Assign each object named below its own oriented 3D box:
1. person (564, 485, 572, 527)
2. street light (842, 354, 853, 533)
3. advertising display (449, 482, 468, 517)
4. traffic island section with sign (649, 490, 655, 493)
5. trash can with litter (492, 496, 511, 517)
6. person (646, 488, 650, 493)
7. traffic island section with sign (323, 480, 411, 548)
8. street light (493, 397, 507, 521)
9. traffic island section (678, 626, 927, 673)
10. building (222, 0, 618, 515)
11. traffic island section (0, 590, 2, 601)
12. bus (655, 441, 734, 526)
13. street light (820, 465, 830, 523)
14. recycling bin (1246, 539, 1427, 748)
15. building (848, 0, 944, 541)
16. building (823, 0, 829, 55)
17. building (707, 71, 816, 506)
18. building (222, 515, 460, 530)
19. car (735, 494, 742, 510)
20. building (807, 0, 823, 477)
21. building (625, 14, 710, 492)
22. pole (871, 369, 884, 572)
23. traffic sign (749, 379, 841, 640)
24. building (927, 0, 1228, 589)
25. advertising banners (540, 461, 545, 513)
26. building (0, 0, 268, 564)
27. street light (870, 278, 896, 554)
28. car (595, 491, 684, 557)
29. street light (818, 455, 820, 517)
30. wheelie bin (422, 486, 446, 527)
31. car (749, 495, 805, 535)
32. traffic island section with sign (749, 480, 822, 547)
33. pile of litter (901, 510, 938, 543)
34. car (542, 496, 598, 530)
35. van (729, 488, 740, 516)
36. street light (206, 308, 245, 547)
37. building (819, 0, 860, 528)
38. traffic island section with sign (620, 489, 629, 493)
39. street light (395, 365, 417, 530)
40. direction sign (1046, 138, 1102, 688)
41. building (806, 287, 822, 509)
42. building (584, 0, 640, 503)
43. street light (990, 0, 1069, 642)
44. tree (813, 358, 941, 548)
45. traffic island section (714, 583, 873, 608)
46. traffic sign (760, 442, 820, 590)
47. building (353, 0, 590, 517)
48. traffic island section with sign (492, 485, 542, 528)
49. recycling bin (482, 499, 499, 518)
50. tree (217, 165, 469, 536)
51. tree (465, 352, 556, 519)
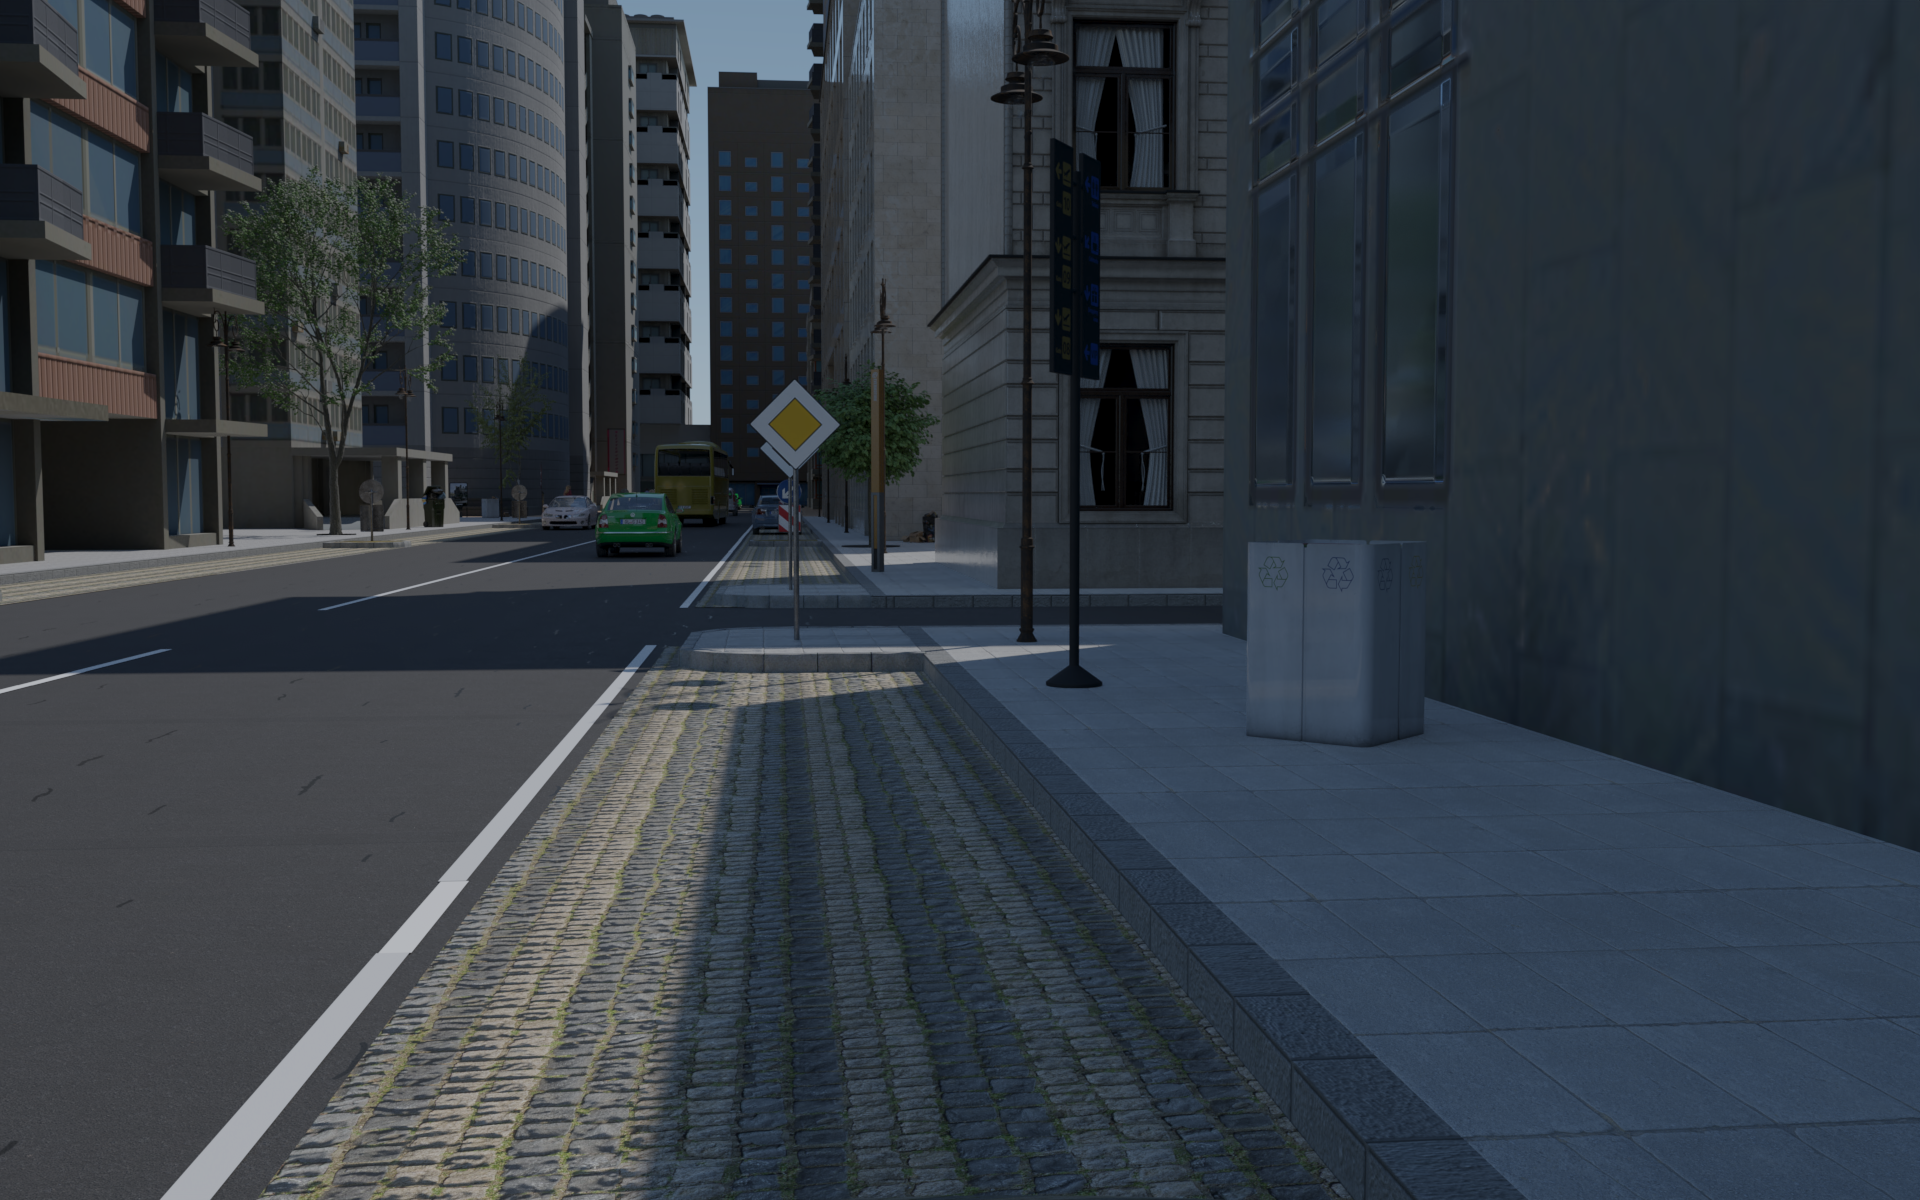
[{"bbox_3d":[-17.285,-4.157,76.438,0.573,1.828,0.580,-2,4,-34],"label":"person"},{"bbox_3d":[-3.754,-5.159,57.130,0.468,5.910,1.993,0,4,-6],"label":"street light"},{"bbox_3d":[-27.752,-5.545,95.879,0.974,1.923,0.123,-1,4,-18],"label":"advertising display"},{"bbox_3d":[-26.735,-8.686,150.640,1.989,1.847,2.006,0,4,-6],"label":"traffic island section with sign"},{"bbox_3d":[-25.471,-5.174,95.989,1.055,1.170,0.624,-3,5,-41],"label":"trash can with litter"},{"bbox_3d":[-20.790,-6.533,115.189,0.709,1.838,0.599,0,4,-4],"label":"person"},{"bbox_3d":[-15.864,-2.317,46.511,1.989,1.847,2.006,0,4,-6],"label":"traffic island section with sign"},{"bbox_3d":[-21.967,-6.731,82.831,0.468,5.910,1.993,0,4,-6],"label":"street light"},{"bbox_3d":[-1.416,0.430,15.244,2.009,0.180,2.903,0,4,-6],"label":"traffic island section"},{"bbox_3d":[-43.782,-27.110,135.123,32.217,40.220,23.993,0,4,-6],"label":"building"},{"bbox_3d":[-13.625,0.017,22.007,2.009,0.180,2.903,0,4,-6],"label":"traffic island section"},{"bbox_3d":[-12.224,-5.414,80.061,2.896,3.916,12.252,0,4,-4],"label":"bus"},{"bbox_3d":[-5.862,-6.374,77.009,0.468,5.910,1.993,0,4,-6],"label":"street light"},{"bbox_3d":[2.003,0.204,9.213,0.722,1.027,0.722,3,5,39],"label":"recycling bin"},{"bbox_3d":[1.980,-12.277,55.477,10.420,20.320,16.860,0,4,-6],"label":"building"},{"bbox_3d":[-1.465,-28.068,109.021,14.600,45.320,14.200,0,4,-6],"label":"building"},{"bbox_3d":[-19.755,-32.884,187.768,14.200,45.320,14.600,0,4,-6],"label":"building"},{"bbox_3d":[-37.497,-22.945,67.031,32.217,40.220,23.993,0,4,-6],"label":"building"},{"bbox_3d":[-20.382,-8.892,154.184,1.959,1.807,4.718,0,4,-5],"label":"car"},{"bbox_3d":[-0.285,-29.122,130.771,22.147,44.769,28.867,0,4,-6],"label":"building"},{"bbox_3d":[-41.320,-36.872,192.091,27.495,52.752,28.713,0,4,-6],"label":"building"},{"bbox_3d":[-1.355,-2.116,28.443,0.158,3.312,0.155,0,3,0],"label":"pole"},{"bbox_3d":[-1.439,-0.705,15.165,0.795,2.450,0.064,0,4,-6],"label":"traffic sign"},{"bbox_3d":[9.036,-10.016,28.390,19.286,19.102,10.561,0,4,-6],"label":"building"},{"bbox_3d":[-22.638,-5.973,93.849,0.090,3.025,2.074,-1,4,-10],"label":"advertising banners"},{"bbox_3d":[-27.423,-23.166,33.383,22.147,44.769,28.867,0,4,-6],"label":"building"},{"bbox_3d":[-1.652,-3.943,37.251,0.468,5.910,1.993,0,4,-6],"label":"street light"},{"bbox_3d":[-7.528,-1.960,40.835,1.959,1.807,4.718,0,4,-6],"label":"car"},{"bbox_3d":[-7.875,-7.591,96.897,0.468,5.910,1.993,0,4,-6],"label":"street light"},{"bbox_3d":[-20.269,-3.605,66.853,0.693,1.594,0.980,2,4,34],"label":"wheelie bin"},{"bbox_3d":[-6.559,-3.060,62.028,2.014,1.417,4.499,0,4,-6],"label":"car"},{"bbox_3d":[-4.810,-2.389,47.683,1.989,1.847,2.006,0,4,-6],"label":"traffic island section with sign"},{"bbox_3d":[-1.040,-1.966,46.116,1.176,0.858,1.719,1,4,19],"label":"pile of litter"},{"bbox_3d":[-15.879,-3.568,70.696,2.083,1.381,4.827,0,4,-5],"label":"car"},{"bbox_3d":[-15.533,-6.559,114.257,2.013,2.044,4.112,0,4,-5],"label":"van"},{"bbox_3d":[-17.790,-4.240,42.107,0.468,5.910,1.993,0,4,-6],"label":"street light"},{"bbox_3d":[3.495,-16.946,81.585,19.350,26.468,34.151,0,4,-6],"label":"building"},{"bbox_3d":[-23.938,-7.046,123.830,1.989,1.847,2.006,0,4,-6],"label":"traffic island section with sign"},{"bbox_3d":[-19.835,-5.462,62.093,0.468,5.910,1.993,0,4,-6],"label":"street light"},{"bbox_3d":[0.765,-1.193,11.507,0.379,3.537,0.876,2,4,24],"label":"direction sign"},{"bbox_3d":[-0.106,-19.293,160.484,27.650,21.520,28.899,0,4,-6],"label":"building"},{"bbox_3d":[-41.196,-32.776,159.586,21.600,48.544,21.300,0,4,-6],"label":"building"},{"bbox_3d":[0.580,-2.574,14.876,0.468,5.910,1.993,0,4,-6],"label":"street light"},{"bbox_3d":[-2.095,-3.567,42.034,4.285,4.588,4.351,0,3,0],"label":"tree"},{"bbox_3d":[-2.245,-0.055,23.186,2.009,0.180,2.903,0,4,-6],"label":"traffic island section"},{"bbox_3d":[-2.268,-1.190,23.107,0.795,2.450,0.064,0,4,-6],"label":"traffic sign"},{"bbox_3d":[-35.697,-34.639,108.344,21.231,58.520,28.212,0,4,-6],"label":"building"},{"bbox_3d":[-18.656,-3.957,73.322,1.989,1.847,2.006,0,4,-6],"label":"traffic island section with sign"},{"bbox_3d":[-25.136,-4.903,92.716,0.722,1.027,0.722,-3,4,-36],"label":"recycling bin"},{"bbox_3d":[-19.439,-7.838,53.914,9.928,11.665,9.643,0,3,0],"label":"tree"},{"bbox_3d":[-22.933,-8.468,88.809,4.737,8.622,4.395,0,3,0],"label":"tree"}]
